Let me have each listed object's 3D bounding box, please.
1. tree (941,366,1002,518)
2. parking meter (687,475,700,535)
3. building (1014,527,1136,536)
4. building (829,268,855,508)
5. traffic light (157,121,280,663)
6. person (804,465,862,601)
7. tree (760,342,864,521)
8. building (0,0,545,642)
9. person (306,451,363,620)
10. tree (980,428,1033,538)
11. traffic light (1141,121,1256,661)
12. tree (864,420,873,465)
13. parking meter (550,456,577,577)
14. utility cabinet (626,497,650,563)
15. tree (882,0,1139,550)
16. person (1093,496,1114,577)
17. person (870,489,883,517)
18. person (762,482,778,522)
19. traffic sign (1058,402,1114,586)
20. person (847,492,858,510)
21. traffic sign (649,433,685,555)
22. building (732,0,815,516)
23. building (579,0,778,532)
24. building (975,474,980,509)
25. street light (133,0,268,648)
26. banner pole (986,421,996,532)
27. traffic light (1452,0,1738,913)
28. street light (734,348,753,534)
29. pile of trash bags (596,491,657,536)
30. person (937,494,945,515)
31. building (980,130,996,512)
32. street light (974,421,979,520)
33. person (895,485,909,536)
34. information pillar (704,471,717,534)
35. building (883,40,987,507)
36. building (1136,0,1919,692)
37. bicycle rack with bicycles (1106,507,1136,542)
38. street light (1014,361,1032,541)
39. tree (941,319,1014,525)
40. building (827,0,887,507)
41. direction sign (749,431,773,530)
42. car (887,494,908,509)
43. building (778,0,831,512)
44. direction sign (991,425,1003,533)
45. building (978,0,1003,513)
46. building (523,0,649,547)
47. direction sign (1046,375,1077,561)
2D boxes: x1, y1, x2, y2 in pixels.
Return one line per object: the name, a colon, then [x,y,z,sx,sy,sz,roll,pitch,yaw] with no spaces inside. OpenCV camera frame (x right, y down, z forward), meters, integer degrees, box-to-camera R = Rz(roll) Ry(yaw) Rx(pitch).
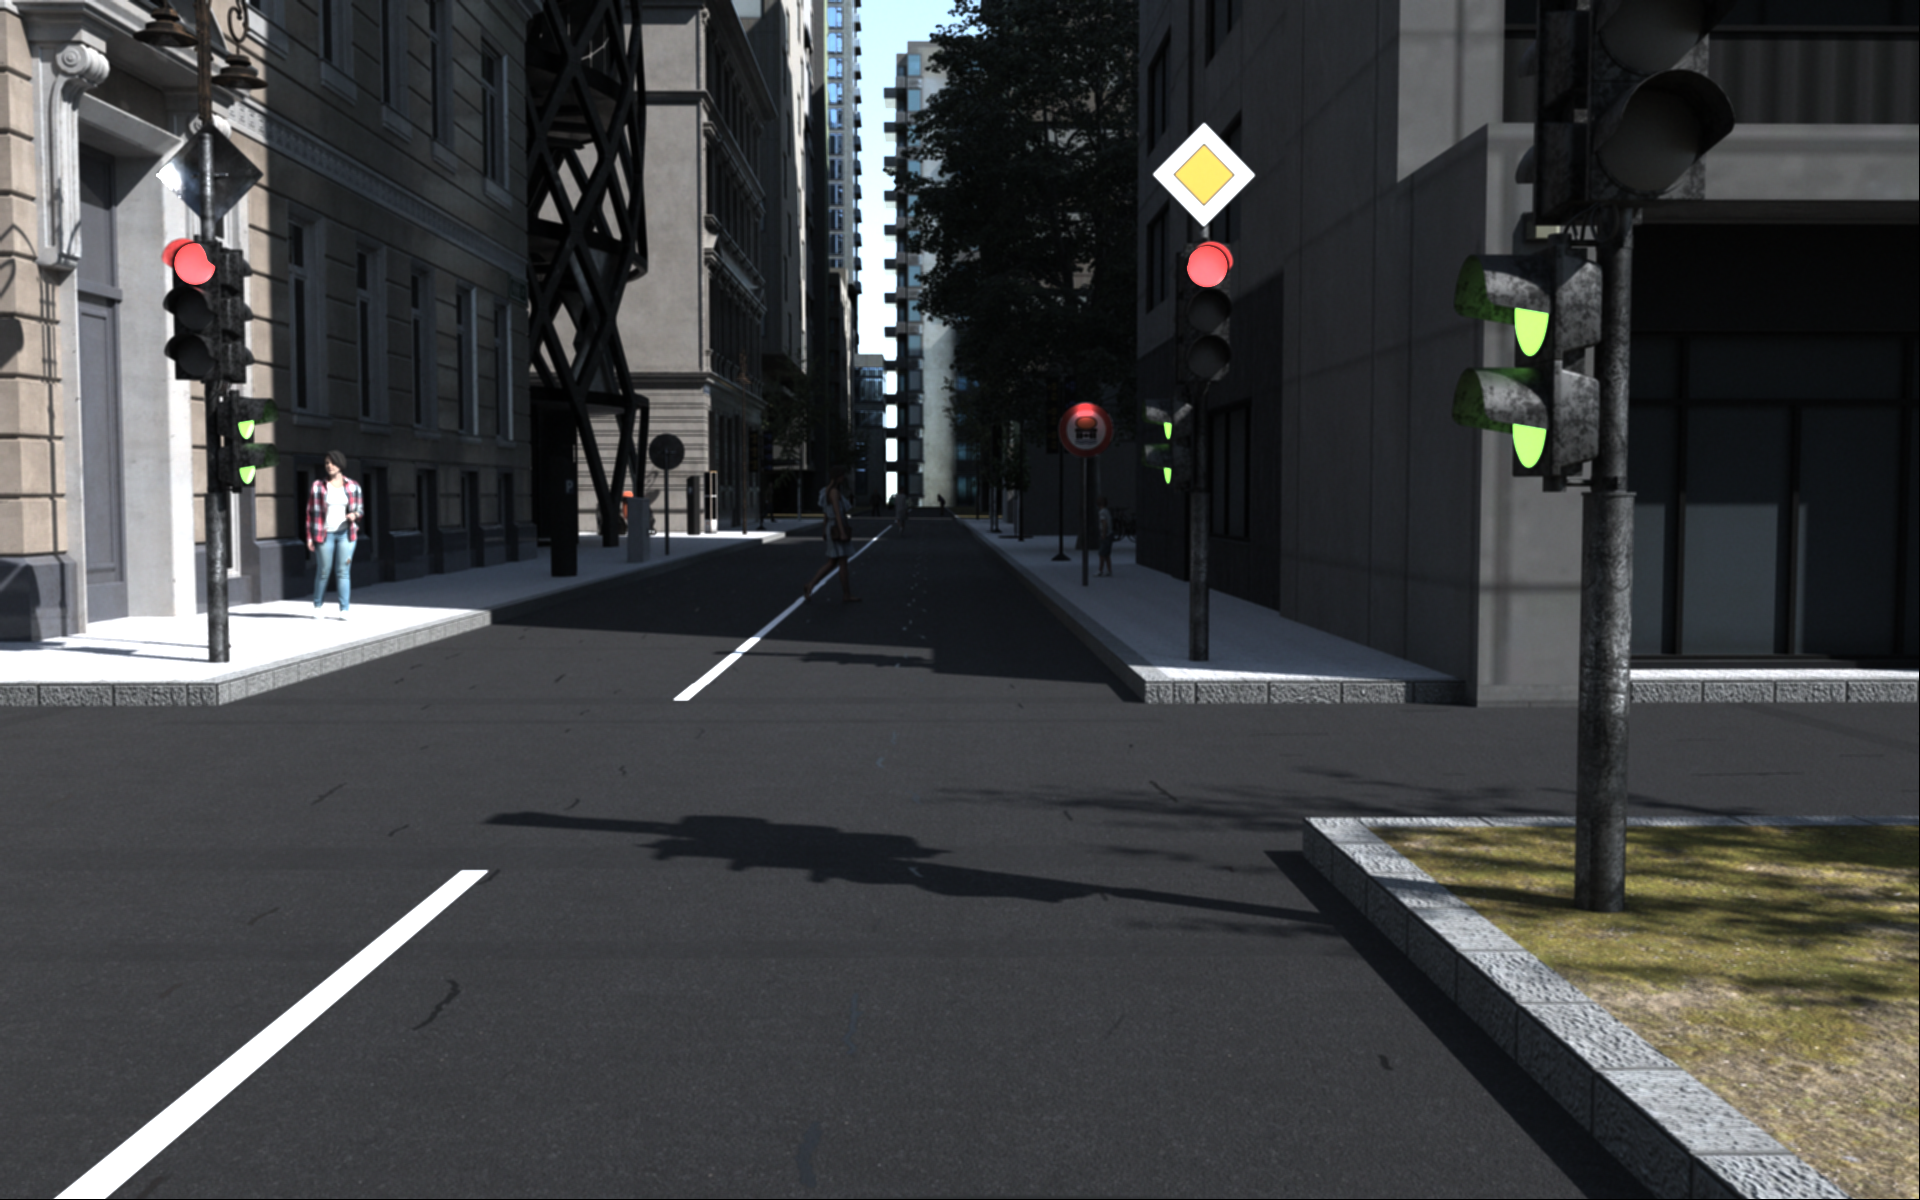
tree: [1.449,-8.802,94.277,4.360,8.622,3.978,0,3,0]
parking meter: [-8.352,-2.969,54.250,0.399,1.863,0.255,3,5,43]
building: [8.795,-22.962,59.015,14.154,41.232,14.086,0,4,-1]
building: [-24.134,-18.583,148.872,28.899,21.520,27.650,0,4,-1]
traffic light: [-5.636,-1.479,13.098,0.839,4.253,0.868,0,4,-1]
person: [-1.669,-0.874,22.888,0.778,1.811,0.616,-1,4,-13]
tree: [-7.953,-8.127,83.244,4.737,8.622,4.395,0,3,0]
building: [-14.444,-14.546,23.737,13.634,28.700,20.117,0,4,-1]
person: [-6.386,-0.662,17.697,0.563,1.720,0.643,-2,4,-24]
tree: [1.692,-3.436,50.775,1.663,3.219,1.824,0,3,0]
traffic light: [1.824,-1.488,13.246,0.839,4.253,0.868,0,4,-1]
tree: [-8.902,-11.207,133.594,4.737,8.622,4.395,0,3,0]
parking meter: [-6.177,-1.302,26.999,0.255,1.863,0.399,2,4,24]
utility cabinet: [-6.084,-1.326,32.837,0.306,1.237,1.020,0,4,-2]
tree: [3.078,-8.129,39.562,9.857,13.997,8.962,0,3,0]
person: [2.237,-0.991,26.936,0.332,1.250,0.352,-2,4,-34]
person: [-5.288,-6.162,109.808,0.990,1.755,0.434,-2,4,-27]
person: [-8.788,-4.503,79.574,0.836,1.842,0.656,-1,4,-16]
traffic sign: [1.751,-1.470,24.135,0.768,2.556,0.104,0,4,2]
person: [-8.829,-8.064,141.146,1.065,1.426,0.557,0,4,3]
traffic sign: [-6.176,-2.223,36.448,0.768,2.556,0.104,0,4,4]
building: [-22.828,-31.314,101.217,28.713,52.752,27.495,0,4,-1]
building: [-13.716,-14.117,66.972,11.583,22.565,21.152,0,4,-1]
building: [17.622,-28.110,151.477,32.217,40.220,23.993,0,4,-1]
street light: [-6.181,-2.538,14.278,0.468,5.910,1.993,0,4,-1]
banner pole: [1.152,-4.210,58.854,0.401,3.779,0.863,1,4,18]
traffic light: [1.966,-0.999,5.262,0.839,4.253,0.868,0,4,-1]
street light: [-6.842,-5.020,54.857,0.468,5.910,1.993,0,4,-1]
pile of trash bags: [-10.618,-2.775,55.121,1.912,1.369,3.447,-1,4,-10]
person: [-1.265,-6.399,116.349,0.421,1.427,0.697,3,4,37]
building: [8.482,-22.068,132.518,14.160,30.474,14.107,0,4,-1]
street light: [0.883,-6.987,87.025,0.468,5.910,1.993,0,4,-1]
person: [-1.993,-3.069,59.426,0.466,1.731,0.760,-1,4,-13]
information pillar: [-8.088,-3.160,56.162,0.304,2.012,0.304,2,4,33]
building: [7.276,-34.507,183.799,30.456,49.044,23.786,0,4,-1]
building: [13.597,-35.570,19.818,20.611,71.187,20.563,0,4,-1]
bicycle rack with bicycles: [4.697,-2.028,46.548,2.925,0.926,2.852,-2,4,-32]
street light: [1.666,-4.539,46.993,0.468,5.910,1.993,0,4,-1]
tree: [1.365,-7.353,70.592,4.737,8.622,4.395,0,3,0]
building: [-23.460,-53.222,182.855,31.000,86.520,22.319,0,4,-1]
direction sign: [-7.121,-4.280,61.968,0.876,3.537,0.379,1,4,8]
car: [-5.828,-9.433,163.028,1.959,1.807,4.718,0,4,0]
building: [-16.694,-26.863,122.798,14.154,41.232,14.086,0,4,-1]
direction sign: [1.223,-3.997,57.341,0.379,3.537,0.876,1,4,19]
building: [12.377,-27.895,110.700,22.147,44.769,28.867,0,4,-1]
building: [-16.454,-10.703,42.438,16.820,18.784,16.811,0,4,-1]
direction sign: [1.953,-2.529,33.348,0.379,3.537,0.876,-3,4,-37]
